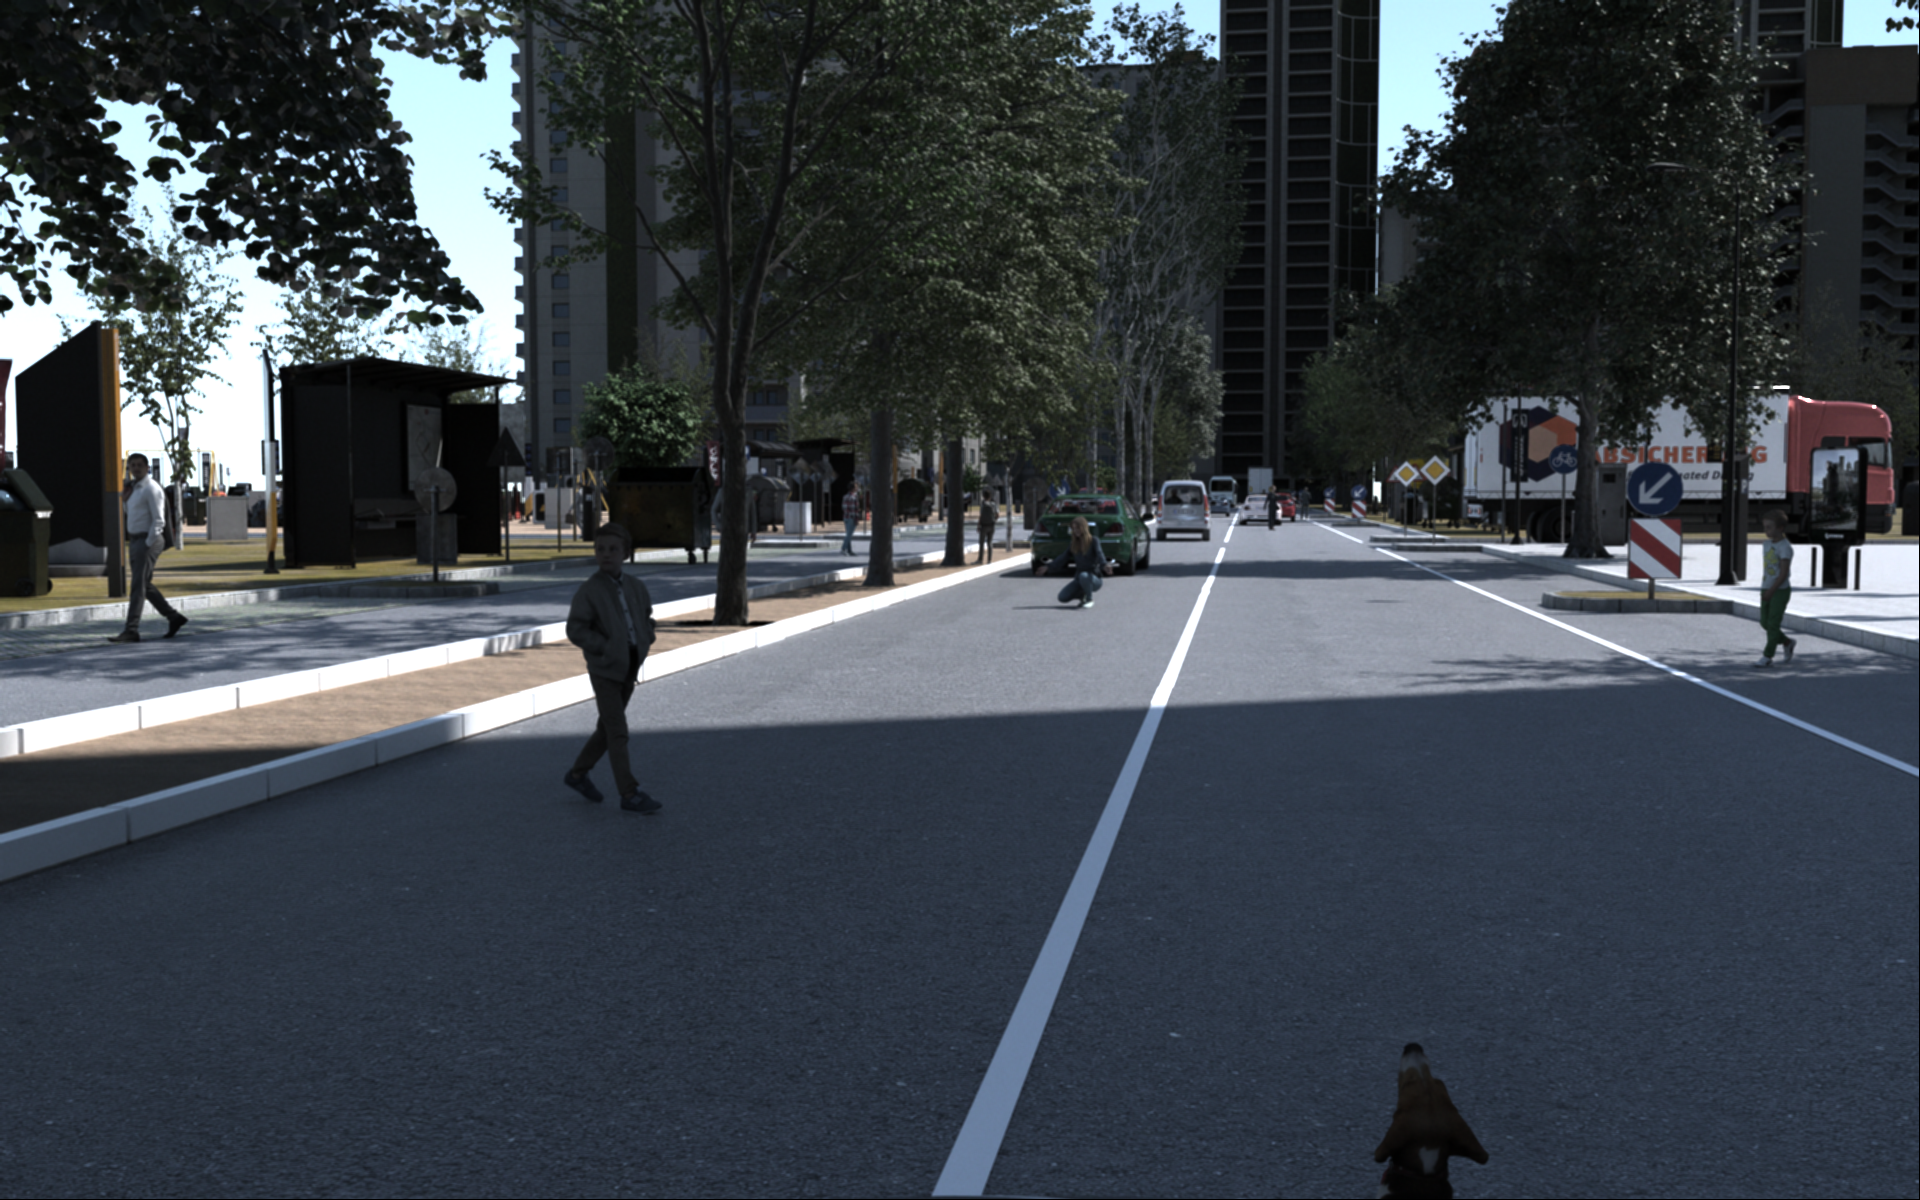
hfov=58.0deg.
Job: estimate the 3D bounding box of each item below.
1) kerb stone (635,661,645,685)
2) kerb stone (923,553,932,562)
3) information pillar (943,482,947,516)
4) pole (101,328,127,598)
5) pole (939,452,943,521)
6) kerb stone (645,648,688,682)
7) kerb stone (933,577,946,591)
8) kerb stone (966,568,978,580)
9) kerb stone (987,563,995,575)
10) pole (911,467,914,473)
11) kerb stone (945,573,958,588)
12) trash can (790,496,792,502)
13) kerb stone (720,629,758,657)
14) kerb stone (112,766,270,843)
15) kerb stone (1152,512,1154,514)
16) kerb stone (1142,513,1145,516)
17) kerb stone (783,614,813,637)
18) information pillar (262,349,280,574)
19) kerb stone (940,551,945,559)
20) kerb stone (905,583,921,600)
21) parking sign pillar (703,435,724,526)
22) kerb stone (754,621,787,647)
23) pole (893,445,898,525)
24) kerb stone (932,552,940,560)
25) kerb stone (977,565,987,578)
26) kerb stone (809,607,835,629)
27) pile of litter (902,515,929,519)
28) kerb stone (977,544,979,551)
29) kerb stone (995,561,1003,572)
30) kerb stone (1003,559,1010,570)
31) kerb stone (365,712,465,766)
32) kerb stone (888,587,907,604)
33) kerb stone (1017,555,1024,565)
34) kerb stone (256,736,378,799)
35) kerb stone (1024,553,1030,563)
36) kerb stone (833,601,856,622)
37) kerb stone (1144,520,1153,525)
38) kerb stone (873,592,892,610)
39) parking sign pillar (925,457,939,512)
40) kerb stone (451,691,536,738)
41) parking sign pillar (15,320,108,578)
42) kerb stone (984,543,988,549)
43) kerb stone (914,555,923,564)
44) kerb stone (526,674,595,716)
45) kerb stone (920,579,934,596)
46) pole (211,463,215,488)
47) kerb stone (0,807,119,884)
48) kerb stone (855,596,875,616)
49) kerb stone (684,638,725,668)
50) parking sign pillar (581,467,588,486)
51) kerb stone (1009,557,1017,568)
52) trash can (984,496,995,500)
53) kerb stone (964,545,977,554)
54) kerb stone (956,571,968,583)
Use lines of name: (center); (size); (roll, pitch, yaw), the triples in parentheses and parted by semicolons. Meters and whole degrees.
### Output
kerb stone: (-2.553, 0.584, 12.665); (0.120, 0.150, 1.000); (1, 4, 9)
kerb stone: (-0.791, -0.861, 36.266); (0.120, 0.150, 1.000); (1, 4, 9)
information pillar: (-0.904, -5.809, 99.467); (0.304, 2.012, 0.304); (-2, 4, -30)
pole: (-10.471, -1.687, 21.429); (0.158, 3.312, 0.155); (0, 3, 0)
pole: (-0.915, -5.474, 83.337); (0.158, 3.312, 0.155); (0, 3, 0)
kerb stone: (-2.382, 0.521, 13.673); (0.120, 0.150, 1.000); (1, 4, 9)
kerb stone: (-0.386, -0.221, 25.803); (0.120, 0.150, 1.000); (1, 4, 9)
kerb stone: (0.117, -0.406, 28.833); (0.120, 0.150, 1.000); (1, 4, 9)
kerb stone: (0.449, -0.528, 30.853); (0.120, 0.150, 1.000); (1, 4, 9)
pole: (-3.538, -8.320, 129.870); (0.158, 3.312, 0.155); (0, 3, 0)
kerb stone: (-0.217, -0.276, 26.811); (0.120, 0.150, 1.000); (1, 4, 9)
trash can: (-11.654, -6.766, 122.272); (0.748, 1.137, 0.748); (0, 3, 0)
kerb stone: (-2.049, 0.398, 15.690); (0.120, 0.150, 1.000); (1, 4, 9)
kerb stone: (-3.380, 0.895, 7.615); (0.120, 0.150, 1.000); (1, 4, 9)
kerb stone: (14.161, -6.401, 126.939); (0.120, 0.150, 1.000); (1, 4, 9)
kerb stone: (12.654, -5.848, 117.817); (0.120, 0.150, 1.000); (1, 4, 9)
kerb stone: (-1.715, 0.274, 17.716); (0.120, 0.150, 1.000); (1, 4, 9)
information pillar: (-11.072, -2.228, 27.784); (0.183, 3.616, 0.504); (-2, 4, -32)
kerb stone: (-0.448, -0.984, 38.286); (0.120, 0.150, 1.000); (1, 4, 9)
kerb stone: (-0.716, -0.097, 23.786); (0.120, 0.150, 1.000); (1, 4, 9)
parking sign pillar: (-9.691, -4.983, 69.949); (1.447, 3.967, 1.447); (0, 4, -6)
kerb stone: (-1.877, 0.336, 16.697); (0.120, 0.150, 1.000); (1, 4, 9)
pole: (-2.706, -4.790, 72.164); (0.158, 3.312, 0.155); (0, 3, 0)
kerb stone: (-0.626, -0.921, 37.275); (0.120, 0.150, 1.000); (1, 4, 9)
kerb stone: (0.285, -0.468, 29.842); (0.120, 0.150, 1.000); (1, 4, 9)
kerb stone: (-1.556, 0.216, 18.736); (0.120, 0.150, 1.000); (1, 4, 9)
pile of litter: (-2.380, -4.660, 90.162); (1.176, 0.858, 1.719); (-1, 4, -20)
kerb stone: (0.387, -1.293, 43.355); (0.120, 0.150, 1.000); (1, 4, 9)
kerb stone: (0.617, -0.588, 31.866); (0.120, 0.150, 1.000); (1, 4, 9)
kerb stone: (0.782, -0.653, 32.876); (0.120, 0.150, 1.000); (1, 4, 9)
kerb stone: (-3.047, 0.774, 9.634); (0.120, 0.150, 1.000); (1, 4, 9)
kerb stone: (-0.890, -0.036, 22.779); (0.120, 0.150, 1.000); (1, 4, 9)
kerb stone: (1.115, -0.777, 34.906); (0.120, 0.150, 1.000); (1, 4, 9)
kerb stone: (-3.215, 0.836, 8.623); (0.120, 0.150, 1.000); (1, 4, 9)
kerb stone: (1.287, -0.839, 35.914); (0.120, 0.150, 1.000); (1, 4, 9)
kerb stone: (-1.380, 0.150, 19.745); (0.120, 0.150, 1.000); (1, 4, 9)
kerb stone: (9.042, -3.719, 83.048); (0.120, 0.150, 1.000); (1, 4, 9)
kerb stone: (-1.046, 0.029, 21.768); (0.120, 0.150, 1.000); (1, 4, 9)
parking sign pillar: (-2.220, -8.425, 126.224); (1.447, 3.967, 1.447); (1, 4, 13)
kerb stone: (-2.882, 0.709, 10.643); (0.120, 0.150, 1.000); (1, 4, 9)
parking sign pillar: (-13.984, -2.361, 27.074); (1.447, 3.967, 1.447); (0, 4, -1)
kerb stone: (0.545, -1.353, 44.367); (0.120, 0.150, 1.000); (1, 4, 9)
kerb stone: (-0.958, -0.791, 35.258); (0.120, 0.150, 1.000); (1, 4, 9)
kerb stone: (-2.718, 0.645, 11.651); (0.120, 0.150, 1.000); (1, 4, 9)
kerb stone: (-0.549, -0.159, 24.794); (0.120, 0.150, 1.000); (1, 4, 9)
pole: (-49.128, -7.345, 113.934); (0.158, 3.312, 0.155); (0, 3, 0)
kerb stone: (-3.550, 0.955, 6.600); (0.120, 0.150, 1.000); (1, 4, 9)
kerb stone: (-1.218, 0.088, 20.760); (0.120, 0.150, 1.000); (1, 4, 9)
kerb stone: (-2.217, 0.460, 14.681); (0.120, 0.150, 1.000); (1, 4, 9)
parking sign pillar: (-21.822, -6.848, 100.430); (1.447, 3.967, 1.447); (-1, 4, -14)
kerb stone: (0.949, -0.710, 33.894); (0.120, 0.150, 1.000); (1, 4, 9)
trash can: (2.363, -7.210, 129.531); (0.748, 1.137, 0.748); (0, 3, 0)
kerb stone: (0.215, -1.233, 42.347); (0.120, 0.150, 1.000); (1, 4, 9)
kerb stone: (-0.057, -0.341, 27.821); (0.120, 0.150, 1.000); (1, 4, 9)
